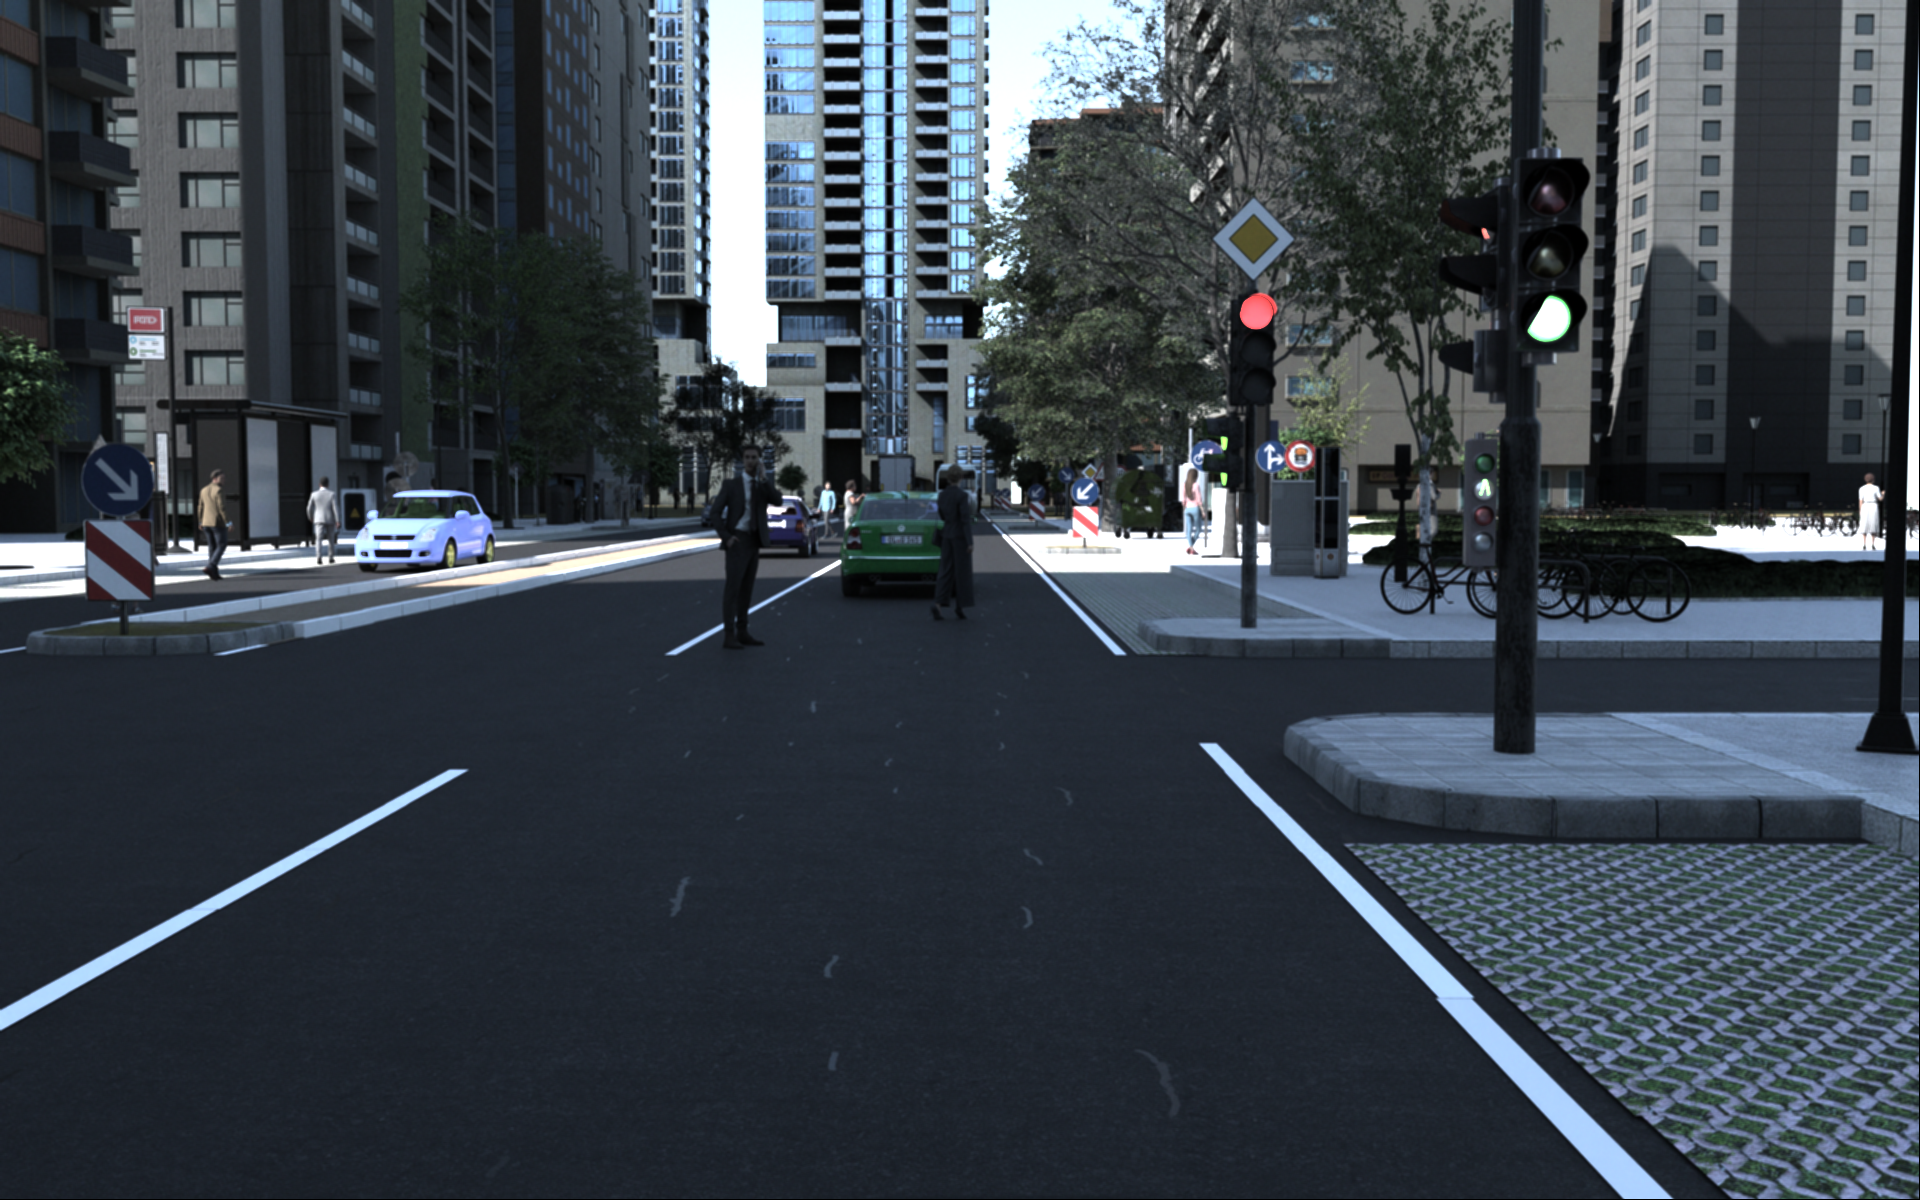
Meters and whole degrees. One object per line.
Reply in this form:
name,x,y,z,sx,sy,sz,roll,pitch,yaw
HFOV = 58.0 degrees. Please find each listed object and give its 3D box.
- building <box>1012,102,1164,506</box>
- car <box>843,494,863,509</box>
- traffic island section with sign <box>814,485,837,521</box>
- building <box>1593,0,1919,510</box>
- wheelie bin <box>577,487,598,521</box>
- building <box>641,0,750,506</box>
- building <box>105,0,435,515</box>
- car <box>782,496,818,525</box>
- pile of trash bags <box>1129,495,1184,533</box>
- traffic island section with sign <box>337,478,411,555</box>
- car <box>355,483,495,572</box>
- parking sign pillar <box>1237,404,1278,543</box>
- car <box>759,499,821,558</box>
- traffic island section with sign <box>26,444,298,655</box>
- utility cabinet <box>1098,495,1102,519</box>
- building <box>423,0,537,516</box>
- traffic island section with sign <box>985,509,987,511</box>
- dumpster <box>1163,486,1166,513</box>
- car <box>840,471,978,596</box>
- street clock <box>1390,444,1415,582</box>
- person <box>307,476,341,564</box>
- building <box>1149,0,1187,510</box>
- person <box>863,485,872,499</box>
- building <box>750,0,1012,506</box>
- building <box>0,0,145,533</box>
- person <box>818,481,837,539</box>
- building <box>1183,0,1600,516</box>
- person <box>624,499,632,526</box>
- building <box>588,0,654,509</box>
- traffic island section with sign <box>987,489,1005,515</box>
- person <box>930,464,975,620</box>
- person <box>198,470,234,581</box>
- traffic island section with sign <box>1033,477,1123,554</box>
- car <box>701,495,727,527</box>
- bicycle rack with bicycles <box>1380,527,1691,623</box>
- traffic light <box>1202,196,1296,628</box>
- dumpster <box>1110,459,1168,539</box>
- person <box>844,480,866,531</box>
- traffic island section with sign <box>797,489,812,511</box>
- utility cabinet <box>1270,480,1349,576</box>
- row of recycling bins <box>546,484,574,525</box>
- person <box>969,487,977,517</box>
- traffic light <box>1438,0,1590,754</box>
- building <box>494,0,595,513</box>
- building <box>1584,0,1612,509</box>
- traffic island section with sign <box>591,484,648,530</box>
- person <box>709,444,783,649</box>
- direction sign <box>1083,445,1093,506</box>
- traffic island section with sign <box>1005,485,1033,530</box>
building,20.438,-33.134,196.367,28.867,44.769,22.147,0,3,0
car,-10.024,-9.317,162.553,2.015,1.641,3.980,0,3,0
traffic island section with sign,-7.464,-5.097,91.472,2.006,1.907,1.989,0,3,0
building,64.407,-43.211,144.750,20.611,71.187,20.563,0,3,0
wheelie bin,-17.596,-4.523,81.862,0.980,1.594,0.693,-1,4,-13
building,-41.335,-54.034,196.120,31.000,86.520,22.319,0,3,0
building,-33.851,-24.278,80.543,14.154,41.232,14.086,0,3,0
car,-5.112,-2.265,49.394,2.083,1.381,4.827,0,4,-1
pile of trash bags,6.671,-3.022,59.155,1.912,1.369,3.447,1,4,17
traffic island section with sign,-13.566,-2.003,41.383,1.989,1.847,2.006,0,3,0
car,-10.174,-1.434,33.035,1.945,1.707,3.694,0,4,2
parking sign pillar,7.911,-3.518,45.994,1.447,3.967,1.447,-2,4,-24
car,-4.234,-1.683,40.089,1.945,1.354,3.894,0,4,-1
traffic island section with sign,-7.619,-0.501,16.333,2.006,1.907,1.989,0,3,0
utility cabinet,6.997,-4.753,88.870,0.306,1.237,1.020,-1,4,-13
building,-36.734,-40.595,101.980,20.563,71.187,20.611,0,3,0
traffic island section with sign,3.084,-8.406,146.057,1.989,1.847,2.006,0,3,0
dumpster,7.217,-3.718,66.555,1.264,1.857,1.865,0,4,0
car,-0.730,-1.031,25.647,1.959,1.807,4.718,0,4,2
street clock,6.443,-1.265,25.253,0.358,2.002,0.471,1,4,14
person,-12.974,-1.624,35.332,0.678,1.792,0.850,-1,4,-11
building,26.206,-43.216,144.835,20.563,71.187,20.611,0,3,0
person,-3.783,-3.890,72.091,0.713,1.824,0.794,-2,4,-25
building,-9.814,-54.003,195.615,31.000,86.520,22.319,0,3,0
building,-39.072,-24.245,51.025,22.147,44.769,28.867,0,3,0
person,-4.212,-2.911,55.957,0.748,1.841,0.638,-3,5,-40
building,26.364,-29.752,110.141,21.300,48.544,21.600,0,3,0
person,-13.867,-3.626,72.064,0.475,1.303,0.640,0,4,-8
building,-40.594,-33.790,141.705,27.495,52.752,28.713,0,3,0
traffic island section with sign,3.032,-6.740,118.820,1.989,1.847,2.006,0,3,0
person,-0.062,-0.664,19.782,0.576,1.772,0.534,1,4,22
person,-12.368,-1.246,28.785,0.656,1.842,0.836,0,4,-3
traffic island section with sign,2.857,-2.026,41.747,1.989,1.847,2.006,0,3,0
car,-10.348,-3.954,76.651,2.014,1.417,4.499,0,4,-1
bicycle rack with bicycles,6.314,-0.299,18.274,2.852,0.926,2.925,-3,5,-41
traffic light,2.757,-1.689,16.536,0.839,4.253,0.868,0,3,0
dumpster,5.119,-2.884,49.644,1.502,2.255,1.985,0,3,0
person,-2.584,-2.087,42.986,0.532,1.782,0.716,-1,4,-18
traffic island section with sign,-13.330,-8.370,145.477,1.989,1.847,2.006,0,3,0
utility cabinet,5.472,-1.127,27.107,1.173,1.500,0.318,1,4,18
row of recycling bins,-17.066,-4.075,73.732,1.069,1.692,3.534,0,4,-7
person,0.646,-4.899,88.832,0.478,1.798,0.641,0,4,-1
traffic light,0.648,-2.064,8.414,4.771,5.953,1.251,0,3,0
building,-34.016,-28.748,120.137,14.600,45.320,14.200,0,3,0
building,45.909,-30.521,149.131,14.200,45.320,14.600,0,3,0
traffic island section with sign,-13.505,-3.692,68.986,1.989,1.847,2.006,0,3,0
person,-1.992,-0.516,16.297,0.474,1.900,0.648,3,5,42
direction sign,5.854,-5.328,79.110,0.379,3.537,0.876,-2,4,-26
traffic island section with sign,2.916,-3.683,68.852,1.989,1.847,2.006,0,3,0
